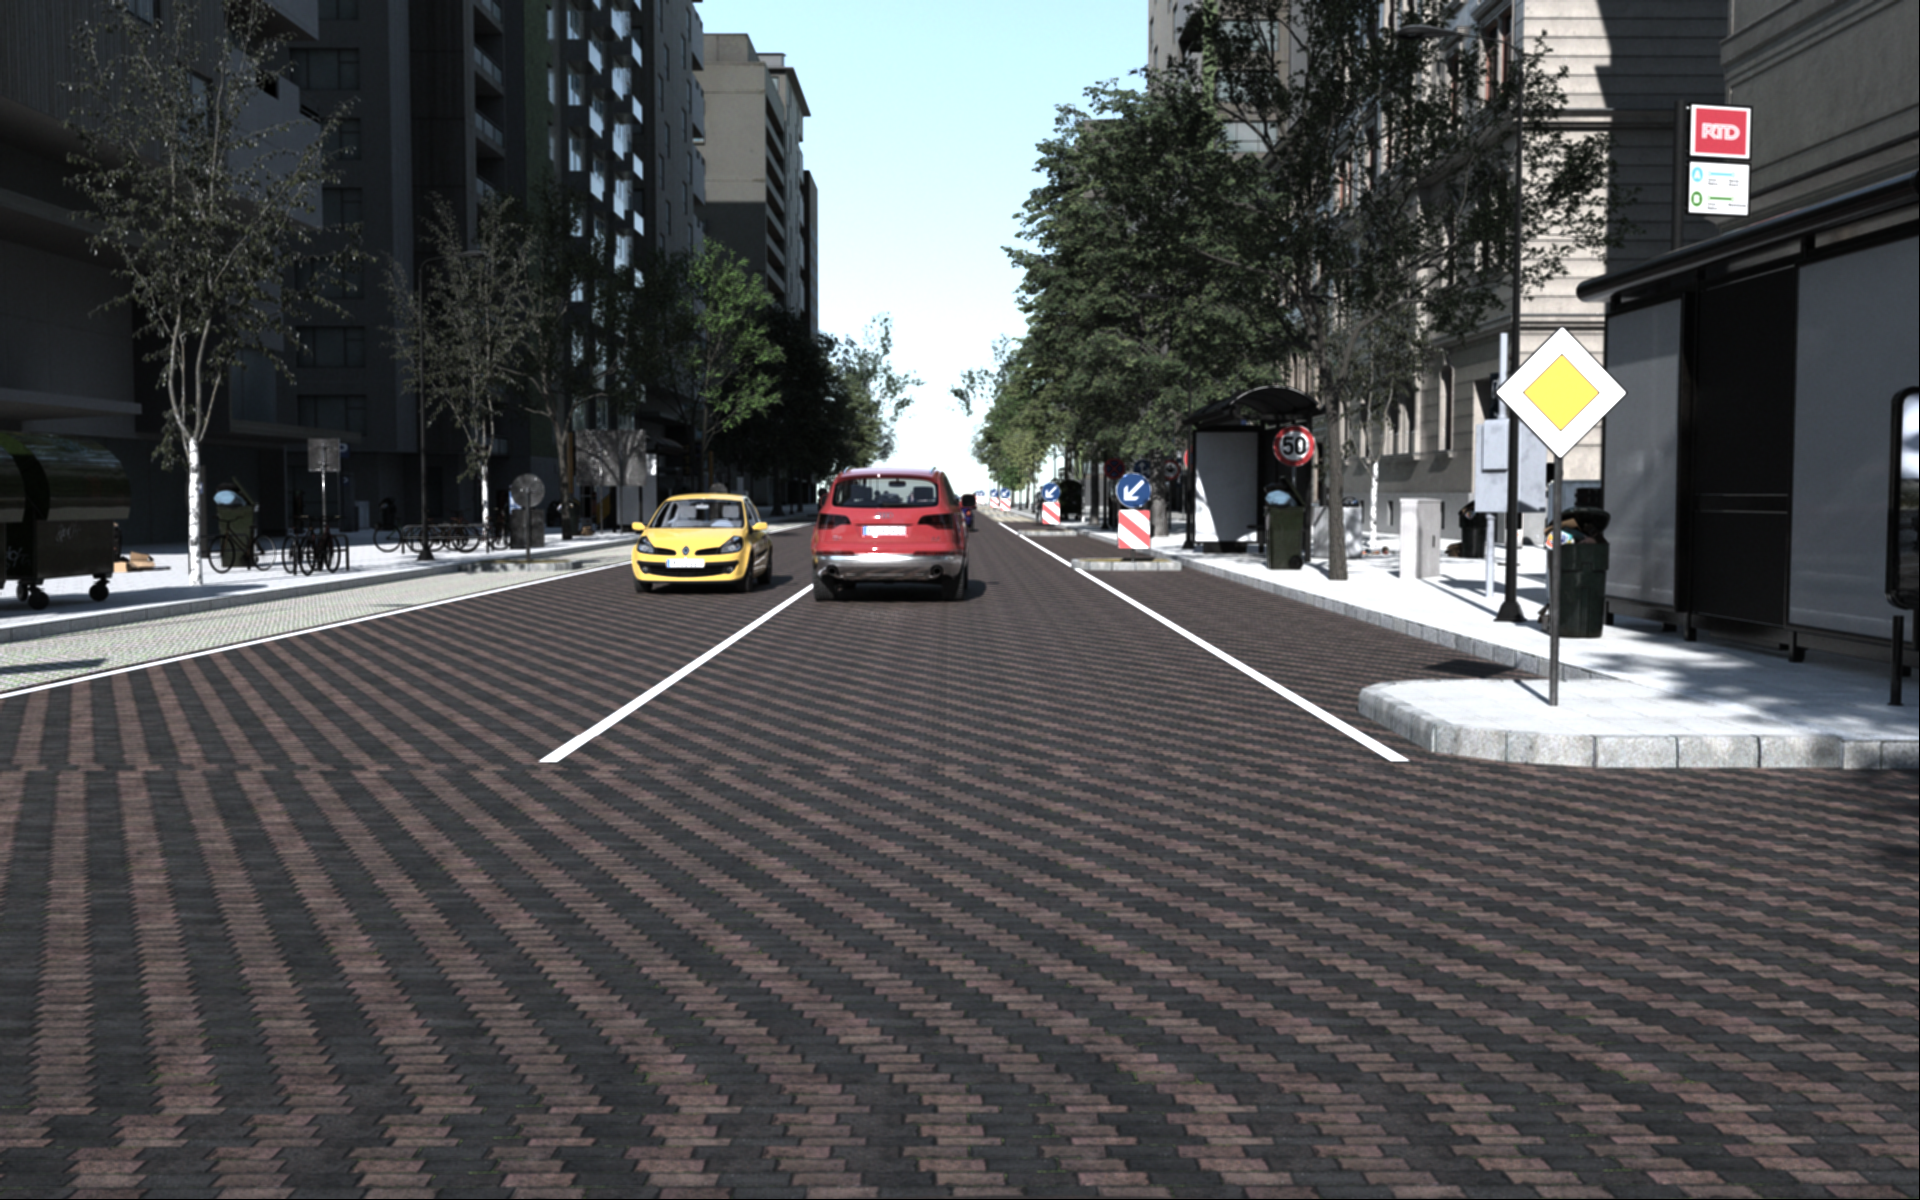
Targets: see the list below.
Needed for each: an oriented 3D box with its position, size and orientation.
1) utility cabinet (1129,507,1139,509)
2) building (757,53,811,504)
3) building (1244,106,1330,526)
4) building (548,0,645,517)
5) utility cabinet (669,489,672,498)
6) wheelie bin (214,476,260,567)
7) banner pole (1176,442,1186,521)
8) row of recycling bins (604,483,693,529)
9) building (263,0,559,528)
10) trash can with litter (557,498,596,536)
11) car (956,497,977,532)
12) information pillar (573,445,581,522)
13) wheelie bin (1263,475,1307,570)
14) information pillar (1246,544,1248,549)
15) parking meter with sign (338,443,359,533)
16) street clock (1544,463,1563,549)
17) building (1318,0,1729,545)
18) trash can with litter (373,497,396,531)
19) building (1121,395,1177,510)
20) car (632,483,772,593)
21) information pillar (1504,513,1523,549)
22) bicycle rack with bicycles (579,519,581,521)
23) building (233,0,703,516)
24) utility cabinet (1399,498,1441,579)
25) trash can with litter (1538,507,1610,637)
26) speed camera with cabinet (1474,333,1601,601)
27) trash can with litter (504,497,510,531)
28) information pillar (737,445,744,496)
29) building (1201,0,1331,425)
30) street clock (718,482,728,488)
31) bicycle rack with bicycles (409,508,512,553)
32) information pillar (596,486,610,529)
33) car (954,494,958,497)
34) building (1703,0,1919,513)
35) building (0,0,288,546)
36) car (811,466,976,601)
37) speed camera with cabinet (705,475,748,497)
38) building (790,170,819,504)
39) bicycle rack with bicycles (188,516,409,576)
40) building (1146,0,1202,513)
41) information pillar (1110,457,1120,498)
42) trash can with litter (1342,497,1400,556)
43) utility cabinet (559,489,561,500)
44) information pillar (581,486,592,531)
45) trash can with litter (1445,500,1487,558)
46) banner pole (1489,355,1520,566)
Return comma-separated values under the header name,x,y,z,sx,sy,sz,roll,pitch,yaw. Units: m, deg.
name,x,y,z,sx,sy,sz,roll,pitch,yaw
utility cabinet,6.152,-2.862,57.962,1.020,1.237,0.306,-2,4,-28
building,-33.389,-38.105,212.250,28.713,52.752,27.495,0,4,0
building,18.803,-12.908,75.673,10.561,19.102,19.286,0,4,0
building,-30.996,-29.414,100.521,23.786,49.044,30.456,0,4,0
utility cabinet,-12.875,-4.356,79.898,1.173,1.500,0.318,2,4,30
wheelie bin,-12.741,-1.383,30.525,0.693,1.594,0.980,-1,4,-16
banner pole,10.580,-5.685,82.960,0.401,3.779,0.863,-2,4,-28
row of recycling bins,-11.704,-3.512,64.528,3.534,1.692,1.069,0,4,0
building,-25.034,-23.624,69.853,14.154,41.232,14.086,0,4,0
trash can with litter,-11.756,-2.550,53.075,0.624,1.170,1.055,3,5,42
car,-0.323,-3.331,67.041,1.945,1.354,3.894,0,4,1
information pillar,-17.424,-5.319,78.317,0.504,3.616,0.183,-1,4,-13
wheelie bin,5.525,-1.324,29.563,0.693,1.594,0.980,0,4,3
information pillar,6.563,-2.203,40.519,0.304,2.012,0.304,1,4,20
parking meter with sign,-20.665,-3.801,58.413,0.543,3.016,1.738,-1,4,-9
street clock,13.729,-2.182,40.241,0.358,2.002,0.471,-3,4,-36
building,20.067,-16.307,54.012,14.401,28.519,23.554,0,4,0
trash can with litter,-20.155,-3.003,60.491,1.055,1.170,0.624,3,5,40
building,29.538,-27.499,141.483,32.217,40.220,23.993,0,4,0
car,-3.870,-0.985,26.334,2.015,1.641,3.980,0,3,0
information pillar,12.961,-2.202,40.500,0.304,2.012,0.304,-1,4,-17
bicycle rack with bicycles,-18.902,-4.079,80.073,2.925,0.926,2.852,0,4,-5
building,-34.066,-33.066,129.860,28.713,52.752,27.495,0,4,0
utility cabinet,7.081,-0.945,26.616,0.306,1.237,1.020,2,4,35
trash can with litter,5.510,-0.270,15.796,0.624,1.170,1.055,0,4,3
speed camera with cabinet,7.229,-1.625,20.904,0.660,3.252,2.038,-2,4,-35
trash can with litter,-15.404,-3.011,60.616,1.055,1.170,0.624,-1,4,-18
information pillar,-10.552,-5.618,83.217,0.183,3.616,0.504,-3,4,-37
building,19.974,-25.129,94.447,14.154,41.232,14.086,0,4,0
street clock,-11.430,-4.834,83.613,0.471,2.002,0.358,0,4,-6
bicycle rack with bicycles,-11.458,-1.524,38.303,2.925,0.926,2.852,-1,4,-10
information pillar,-12.991,-4.379,62.952,0.504,3.616,0.183,-2,4,-26
car,-0.878,-11.319,194.844,2.009,1.686,4.222,0,4,1
building,28.741,-11.754,25.469,30.059,22.955,16.112,0,4,0
building,-31.173,-27.363,36.625,28.713,52.752,27.495,0,4,0
car,-0.915,-0.979,24.680,2.281,1.827,5.304,0,4,1
speed camera with cabinet,-11.387,-5.511,84.442,2.038,3.252,0.660,0,4,4
building,-26.487,-35.671,233.324,14.600,45.320,14.200,0,4,0
bicycle rack with bicycles,-11.125,-0.923,28.470,2.852,0.926,2.925,1,4,8
building,27.255,-32.150,114.886,28.713,52.752,27.495,0,4,0
information pillar,6.797,-5.179,76.037,0.504,3.616,0.183,1,4,11
trash can with litter,8.672,-1.585,36.973,2.233,1.210,1.678,-2,4,-32
utility cabinet,-19.292,-4.559,83.215,1.173,1.500,0.318,0,4,3
information pillar,-13.011,-3.413,60.290,0.304,2.012,0.304,-2,4,-28
trash can with litter,10.201,-1.446,35.022,0.624,1.170,1.055,-1,4,-21
banner pole,9.803,-2.524,31.289,0.401,3.779,0.863,-1,4,-20
